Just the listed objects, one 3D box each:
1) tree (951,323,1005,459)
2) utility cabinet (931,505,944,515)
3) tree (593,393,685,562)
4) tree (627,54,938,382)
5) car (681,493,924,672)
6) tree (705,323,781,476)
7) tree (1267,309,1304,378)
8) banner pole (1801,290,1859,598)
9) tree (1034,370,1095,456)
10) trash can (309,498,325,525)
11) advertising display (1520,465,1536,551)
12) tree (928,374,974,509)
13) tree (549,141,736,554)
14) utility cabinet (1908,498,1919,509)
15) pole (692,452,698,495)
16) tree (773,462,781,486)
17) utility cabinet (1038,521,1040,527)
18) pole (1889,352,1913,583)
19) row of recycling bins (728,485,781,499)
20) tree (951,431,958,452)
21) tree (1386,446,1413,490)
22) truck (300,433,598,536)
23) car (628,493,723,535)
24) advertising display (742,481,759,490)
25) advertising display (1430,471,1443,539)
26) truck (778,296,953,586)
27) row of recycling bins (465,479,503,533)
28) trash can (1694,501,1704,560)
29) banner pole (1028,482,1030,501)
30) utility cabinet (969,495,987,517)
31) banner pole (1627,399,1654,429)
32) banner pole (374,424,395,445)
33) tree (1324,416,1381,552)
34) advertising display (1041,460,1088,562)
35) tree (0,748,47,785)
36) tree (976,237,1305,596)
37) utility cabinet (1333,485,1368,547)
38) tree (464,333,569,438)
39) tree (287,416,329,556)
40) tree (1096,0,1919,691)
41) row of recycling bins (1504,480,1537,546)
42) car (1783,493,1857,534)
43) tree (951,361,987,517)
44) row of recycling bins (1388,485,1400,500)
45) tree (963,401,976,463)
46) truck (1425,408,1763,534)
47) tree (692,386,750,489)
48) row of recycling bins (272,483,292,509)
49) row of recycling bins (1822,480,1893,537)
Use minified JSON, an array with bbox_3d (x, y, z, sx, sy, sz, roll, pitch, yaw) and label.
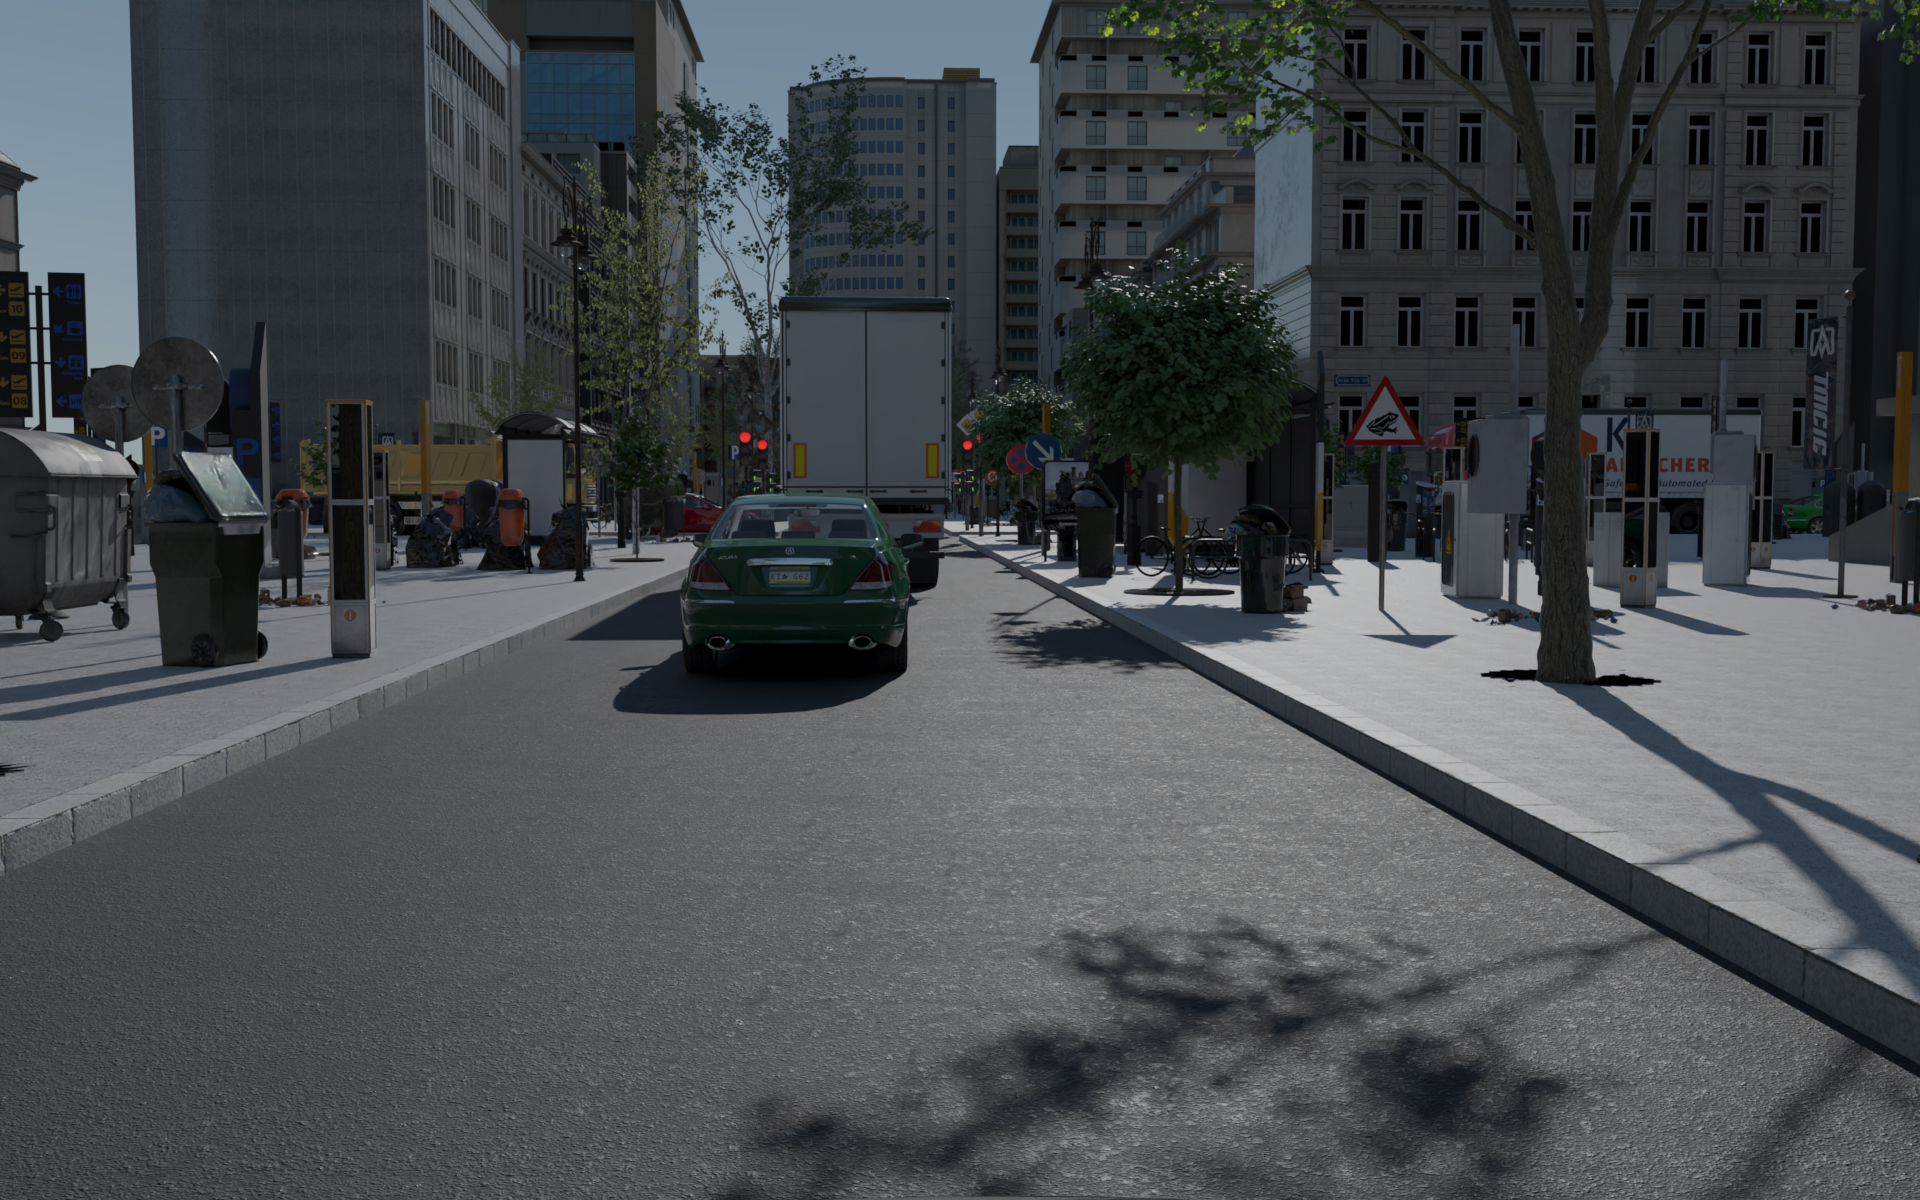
[{"bbox_3d":[-1.763,-12.851,120.485,12.009,13.543,11.850,0,3,0],"label":"tree"},{"bbox_3d":[-1.358,-5.471,100.614,0.306,1.237,1.020,3,5,41],"label":"utility cabinet"},{"bbox_3d":[-6.241,-2.337,32.807,1.663,3.219,1.824,0,3,0],"label":"tree"},{"bbox_3d":[-6.742,-13.306,73.449,12.611,20.169,13.585,0,3,0],"label":"tree"},{"bbox_3d":[-1.373,-0.220,15.401,2.131,1.459,4.920,0,4,-2],"label":"car"},{"bbox_3d":[-9.642,-9.755,93.905,8.767,10.594,7.601,0,4,-4],"label":"tree"},{"bbox_3d":[11.469,-7.213,68.289,4.737,8.622,4.395,0,3,0],"label":"tree"},{"bbox_3d":[10.839,-1.930,21.579,0.401,3.779,0.863,-1,4,-21],"label":"banner pole"},{"bbox_3d":[5.535,-9.316,102.685,4.360,8.622,3.978,0,3,0],"label":"tree"},{"bbox_3d":[-26.510,-3.650,71.334,0.748,1.137,0.748,0,3,0],"label":"trash can"},{"bbox_3d":[12.909,-2.090,39.379,0.123,1.923,0.974,0,4,5],"label":"advertising display"},{"bbox_3d":[-2.150,-13.636,141.070,7.486,12.596,7.792,0,3,0],"label":"tree"},{"bbox_3d":[-6.903,-5.297,36.965,4.360,8.622,3.978,0,3,0],"label":"tree"},{"bbox_3d":[56.216,-5.539,101.721,0.306,1.237,1.020,-1,4,-22],"label":"utility cabinet"},{"bbox_3d":[-12.928,-5.540,84.420,0.158,3.312,0.155,0,3,0],"label":"pole"},{"bbox_3d":[-8.963,-5.712,87.996,1.663,3.219,1.824,0,3,0],"label":"tree"},{"bbox_3d":[3.368,-3.418,67.053,1.020,1.237,0.306,1,4,9],"label":"utility cabinet"},{"bbox_3d":[13.568,-1.903,24.963,0.158,3.312,0.155,0,3,0],"label":"pole"},{"bbox_3d":[-9.518,-4.555,81.582,3.534,1.692,1.069,2,4,35],"label":"row of recycling bins"},{"bbox_3d":[-2.265,-11.088,131.658,4.360,8.622,3.978,0,3,0],"label":"tree"},{"bbox_3d":[10.794,-3.060,44.631,1.663,3.219,1.824,0,3,0],"label":"tree"},{"bbox_3d":[-15.846,-3.652,55.640,9.791,3.379,3.469,0,4,-1],"label":"truck"},{"bbox_3d":[-8.564,-2.819,55.133,4.494,1.783,2.155,0,4,-3],"label":"car"},{"bbox_3d":[-10.080,-4.783,83.416,0.974,1.923,0.123,-3,5,-43],"label":"advertising display"},{"bbox_3d":[13.761,-2.702,49.384,0.974,1.923,0.123,-3,4,-36],"label":"advertising display"},{"bbox_3d":[-1.741,-2.527,30.235,2.839,4.237,11.283,0,4,-4],"label":"truck"},{"bbox_3d":[-13.298,-2.569,49.114,1.069,1.692,3.534,0,4,-2],"label":"row of recycling bins"},{"bbox_3d":[14.597,-1.337,33.506,0.748,1.137,0.748,0,3,0],"label":"trash can"},{"bbox_3d":[2.572,-4.385,61.708,0.401,3.779,0.863,-2,4,-31],"label":"banner pole"},{"bbox_3d":[0.997,-5.331,98.331,1.020,1.237,0.306,1,4,13],"label":"utility cabinet"},{"bbox_3d":[17.871,-3.407,45.723,0.863,3.779,0.401,1,4,9],"label":"banner pole"},{"bbox_3d":[-20.648,-4.407,62.072,0.863,3.779,0.401,-1,4,-22],"label":"banner pole"},{"bbox_3d":[8.128,-2.692,38.613,1.663,3.219,1.824,0,3,0],"label":"tree"},{"bbox_3d":[2.033,-1.696,32.940,0.974,1.923,0.123,-1,4,-13],"label":"advertising display"},{"bbox_3d":[-4.974,-5.002,7.536,9.928,11.665,9.643,0,3,0],"label":"tree"},{"bbox_3d":[2.849,-2.366,22.398,4.285,4.588,4.351,0,3,0],"label":"tree"},{"bbox_3d":[9.400,-2.021,41.721,0.318,1.500,1.173,-3,5,-40],"label":"utility cabinet"},{"bbox_3d":[-19.944,-7.854,78.768,4.737,8.622,4.395,0,3,0],"label":"tree"},{"bbox_3d":[-12.973,-2.559,36.442,1.663,3.219,1.824,0,3,0],"label":"tree"},{"bbox_3d":[4.223,-5.257,11.709,9.928,11.665,9.643,0,3,0],"label":"tree"},{"bbox_3d":[14.435,-2.264,44.130,1.069,1.692,3.534,2,4,25],"label":"row of recycling bins"},{"bbox_3d":[29.390,-2.977,57.473,4.718,1.807,1.959,0,4,-1],"label":"car"},{"bbox_3d":[-0.150,-8.842,94.929,4.737,8.622,4.395,0,3,0],"label":"tree"},{"bbox_3d":[16.560,-3.321,61.413,3.534,1.692,1.069,-1,4,-10],"label":"row of recycling bins"},{"bbox_3d":[1.756,-3.864,46.892,4.285,4.588,4.351,0,3,0],"label":"tree"},{"bbox_3d":[20.634,-4.214,57.819,11.283,4.237,2.839,0,4,-2],"label":"truck"},{"bbox_3d":[-16.176,-10.298,118.737,4.737,8.622,4.395,0,3,0],"label":"tree"},{"bbox_3d":[-27.533,-3.657,66.904,3.534,1.692,1.069,0,4,-3],"label":"row of recycling bins"},{"bbox_3d":[27.660,-2.721,51.596,3.534,1.692,1.069,1,4,10],"label":"row of recycling bins"}]
